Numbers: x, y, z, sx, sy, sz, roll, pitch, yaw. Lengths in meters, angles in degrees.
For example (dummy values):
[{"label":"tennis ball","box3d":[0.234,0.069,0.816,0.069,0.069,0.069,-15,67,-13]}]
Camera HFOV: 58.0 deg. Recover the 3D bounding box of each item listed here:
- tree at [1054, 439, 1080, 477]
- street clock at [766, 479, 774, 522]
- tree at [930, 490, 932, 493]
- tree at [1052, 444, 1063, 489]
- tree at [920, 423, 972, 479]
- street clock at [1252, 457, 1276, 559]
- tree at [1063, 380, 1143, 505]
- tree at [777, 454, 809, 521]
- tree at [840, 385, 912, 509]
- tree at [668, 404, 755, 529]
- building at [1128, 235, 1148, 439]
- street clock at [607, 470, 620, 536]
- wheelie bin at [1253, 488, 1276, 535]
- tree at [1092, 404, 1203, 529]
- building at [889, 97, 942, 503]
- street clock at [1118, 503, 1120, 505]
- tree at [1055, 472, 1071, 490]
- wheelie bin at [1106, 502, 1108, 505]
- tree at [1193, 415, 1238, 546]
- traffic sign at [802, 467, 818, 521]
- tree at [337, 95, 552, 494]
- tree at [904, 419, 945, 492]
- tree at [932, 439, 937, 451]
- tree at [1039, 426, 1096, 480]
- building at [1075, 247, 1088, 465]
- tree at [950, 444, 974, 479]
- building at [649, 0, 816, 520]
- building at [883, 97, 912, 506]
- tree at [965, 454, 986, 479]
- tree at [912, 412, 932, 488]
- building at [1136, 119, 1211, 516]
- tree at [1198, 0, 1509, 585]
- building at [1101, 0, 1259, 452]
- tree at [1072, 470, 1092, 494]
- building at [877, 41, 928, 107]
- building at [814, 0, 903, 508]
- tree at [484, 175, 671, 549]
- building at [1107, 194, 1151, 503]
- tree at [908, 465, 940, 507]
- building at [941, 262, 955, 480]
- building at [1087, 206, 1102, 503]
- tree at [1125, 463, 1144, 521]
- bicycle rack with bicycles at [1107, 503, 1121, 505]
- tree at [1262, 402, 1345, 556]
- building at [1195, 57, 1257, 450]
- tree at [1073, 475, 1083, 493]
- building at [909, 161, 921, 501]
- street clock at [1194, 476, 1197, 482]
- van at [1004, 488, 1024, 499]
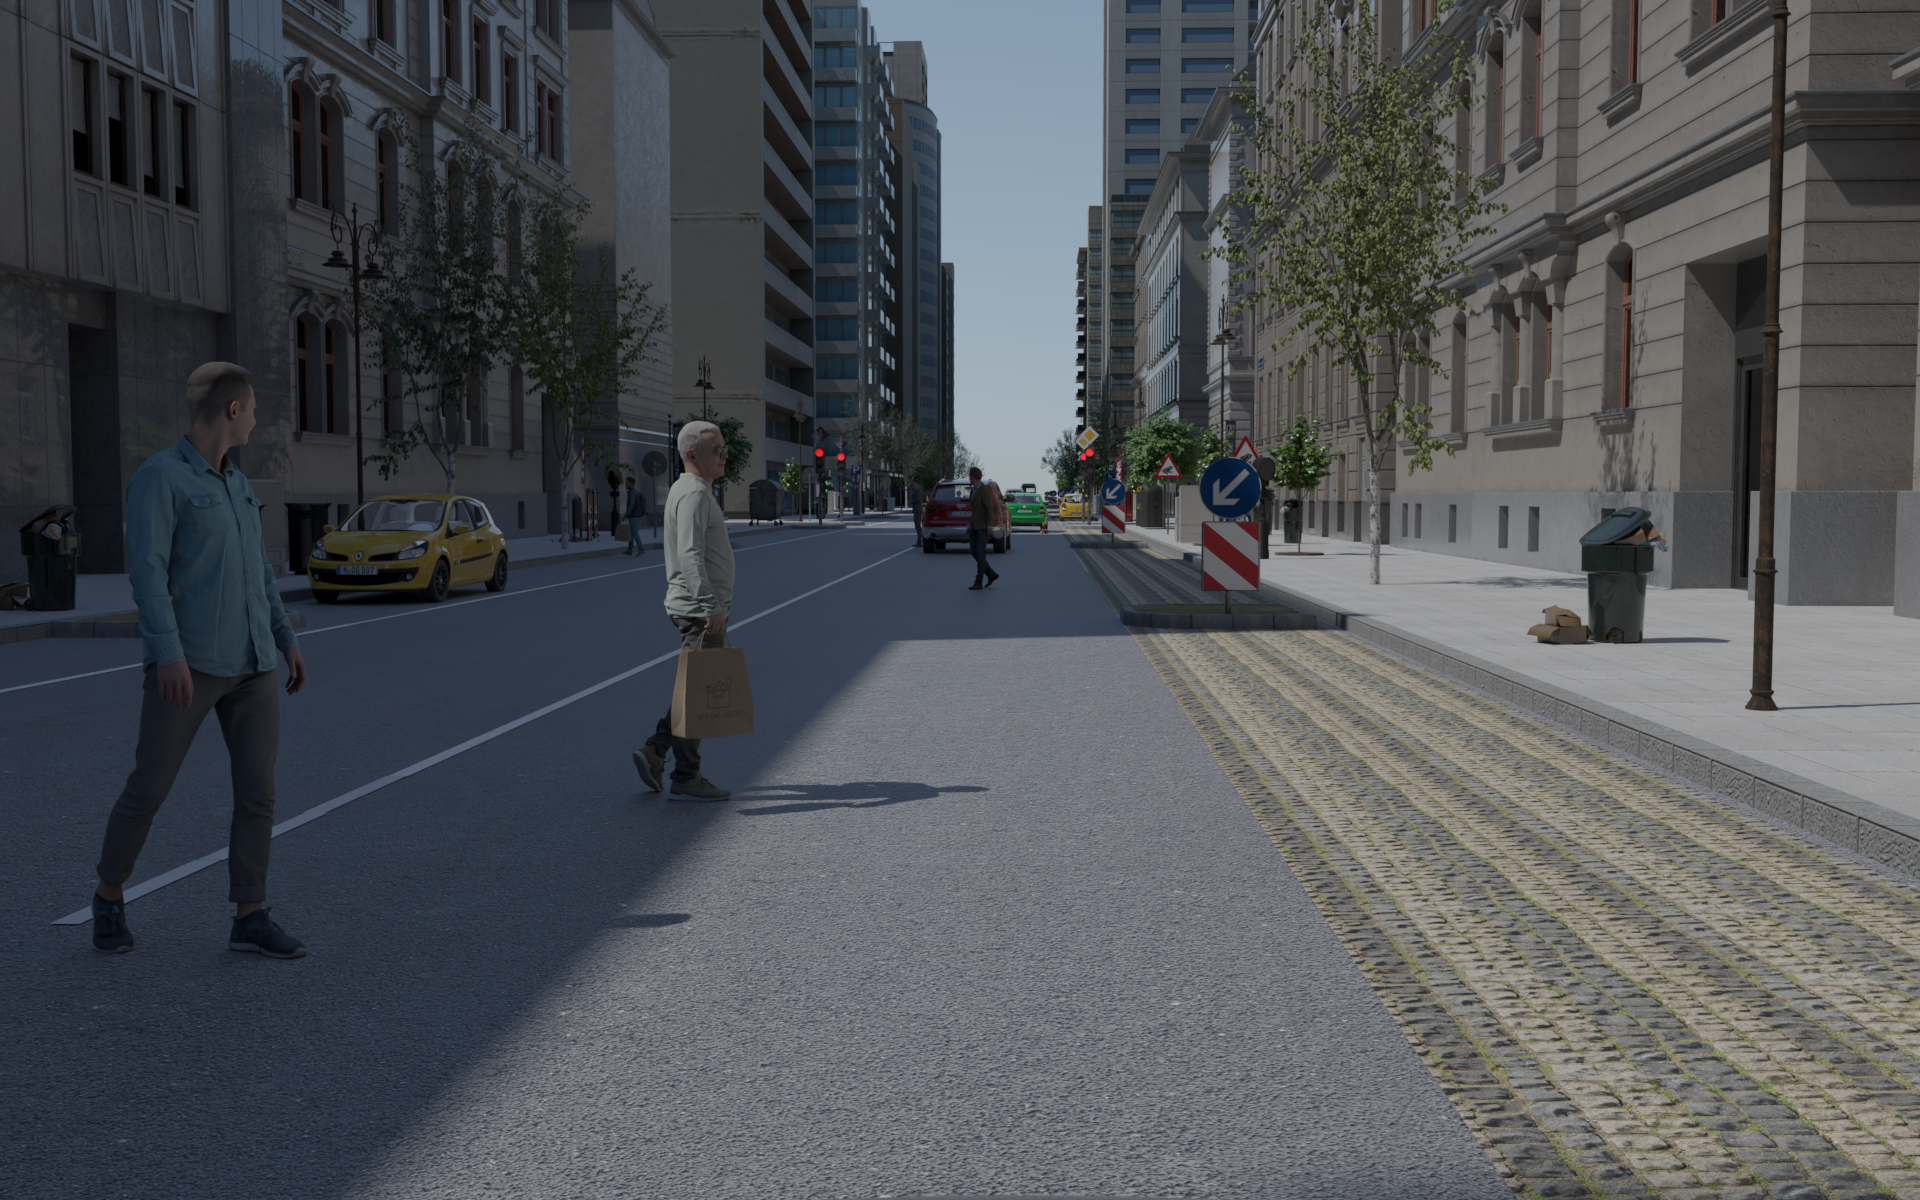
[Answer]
[{"label":"tree","box3d":[14.099,-16.496,220.077,4.737,8.622,4.395,0,3,0]},{"label":"street clock","box3d":[-8.871,-4.661,80.782,0.358,2.002,0.471,-3,5,-44]},{"label":"tree","box3d":[-2.831,-12.231,194.573,1.663,3.219,1.824,0,3,0]},{"label":"tree","box3d":[12.640,-14.978,195.248,4.360,8.622,3.978,0,3,0]},{"label":"tree","box3d":[-2.376,-17.915,227.315,8.767,10.594,7.601,1,4,9]},{"label":"street clock","box3d":[5.963,-1.805,34.083,0.471,2.002,0.358,-3,4,-37]},{"label":"tree","box3d":[9.358,-9.802,110.624,4.360,8.622,3.978,0,3,0]},{"label":"tree","box3d":[-7.876,-5.406,82.989,1.663,3.219,1.824,0,3,0]},{"label":"tree","box3d":[-6.357,-10.246,117.884,4.360,8.622,3.978,0,3,0]},{"label":"tree","box3d":[-9.109,-4.851,63.024,4.285,4.588,4.351,0,3,0]},{"label":"building","box3d":[20.595,-21.033,141.154,12.463,27.353,25.104,0,4,2]},{"label":"street clock","box3d":[-10.496,-2.941,52.657,0.358,2.002,0.471,-3,5,-40]},{"label":"wheelie bin","box3d":[9.510,-2.835,54.268,0.693,1.594,0.980,1,4,17]},{"label":"tree","box3d":[7.411,-4.875,63.426,4.285,4.588,4.351,0,3,0]},{"label":"building","box3d":[-13.964,-43.626,255.279,21.231,58.520,28.212,0,4,2]},{"label":"street clock","box3d":[12.601,-8.122,137.364,0.471,2.002,0.358,-3,5,-42]},{"label":"tree","box3d":[14.302,-13.831,209.843,4.285,4.588,4.351,0,3,0]},{"label":"wheelie bin","box3d":[11.395,-7.771,134.972,0.693,1.594,0.980,3,5,43]},{"label":"tree","box3d":[6.228,-2.948,42.793,1.663,3.219,1.824,0,3,0]},{"label":"traffic sign","box3d":[-7.080,-4.987,81.643,0.768,2.556,0.104,1,4,10]},{"label":"tree","box3d":[-9.634,-5.023,32.485,4.360,8.622,3.978,0,3,0]},{"label":"tree","box3d":[-3.629,-13.388,169.257,4.737,8.622,4.395,0,3,0]},{"label":"tree","box3d":[-4.439,-12.132,148.727,4.360,8.622,3.978,0,3,0]},{"label":"tree","box3d":[14.775,-18.495,236.806,8.767,10.594,7.601,1,4,15]},{"label":"building","box3d":[31.017,-39.359,298.147,22.147,44.769,28.867,0,4,2]},{"label":"tree","box3d":[0.068,-18.675,255.692,4.360,8.622,3.978,0,3,0]},{"label":"building","box3d":[-20.025,-28.895,96.134,21.300,48.544,21.600,0,4,2]},{"label":"building","box3d":[-12.709,-33.183,192.656,14.600,45.320,14.200,0,4,2]},{"label":"tree","box3d":[2.431,-22.000,310.066,4.737,8.622,4.395,0,3,0]},{"label":"tree","box3d":[-5.319,-11.233,134.018,4.360,8.622,3.978,0,3,0]},{"label":"building","box3d":[20.465,-17.143,113.571,16.112,22.955,30.059,0,4,2]},{"label":"tree","box3d":[5.702,-4.514,24.170,4.737,8.622,4.395,0,3,0]},{"label":"building","box3d":[26.099,-39.618,189.746,21.231,58.520,28.212,0,4,2]},{"label":"tree","box3d":[10.778,-8.916,129.485,4.285,4.588,4.351,0,3,0]},{"label":"building","box3d":[-13.462,-51.438,279.258,20.563,71.187,20.611,0,4,2]},{"label":"building","box3d":[-18.193,-33.692,170.468,23.786,49.044,30.456,0,4,2]},{"label":"tree","box3d":[-9.112,-5.491,40.148,4.737,8.622,4.395,0,3,0]},{"label":"building","box3d":[21.381,-24.293,168.893,14.160,30.474,14.107,0,4,2]},{"label":"tree","box3d":[-3.697,-11.785,176.401,4.285,4.588,4.351,0,3,0]},{"label":"building","box3d":[-8.266,-37.557,297.643,14.154,41.232,14.086,0,4,2]},{"label":"building","box3d":[25.106,-34.460,247.011,14.154,41.232,14.086,0,4,2]},{"label":"tree","box3d":[8.359,-5.364,82.300,1.663,3.219,1.824,0,3,0]},{"label":"bicycle rack with bicycles","box3d":[10.807,-6.176,114.360,2.852,0.926,2.925,0,4,-5]},{"label":"tree","box3d":[7.128,-2.561,36.476,1.663,3.219,1.824,0,3,0]},{"label":"building","box3d":[22.098,-15.706,85.675,19.941,23.489,11.050,0,4,2]},{"label":"tree","box3d":[10.817,-9.583,151.282,1.663,3.219,1.824,0,3,0]},{"label":"building","box3d":[-12.182,-32.012,206.983,14.154,41.232,14.086,0,4,2]},{"label":"street clock","box3d":[7.824,-3.143,55.962,0.471,2.002,0.358,-2,4,-26]},{"label":"van","box3d":[3.897,-7.177,124.360,2.013,2.044,4.112,0,4,1]}]
